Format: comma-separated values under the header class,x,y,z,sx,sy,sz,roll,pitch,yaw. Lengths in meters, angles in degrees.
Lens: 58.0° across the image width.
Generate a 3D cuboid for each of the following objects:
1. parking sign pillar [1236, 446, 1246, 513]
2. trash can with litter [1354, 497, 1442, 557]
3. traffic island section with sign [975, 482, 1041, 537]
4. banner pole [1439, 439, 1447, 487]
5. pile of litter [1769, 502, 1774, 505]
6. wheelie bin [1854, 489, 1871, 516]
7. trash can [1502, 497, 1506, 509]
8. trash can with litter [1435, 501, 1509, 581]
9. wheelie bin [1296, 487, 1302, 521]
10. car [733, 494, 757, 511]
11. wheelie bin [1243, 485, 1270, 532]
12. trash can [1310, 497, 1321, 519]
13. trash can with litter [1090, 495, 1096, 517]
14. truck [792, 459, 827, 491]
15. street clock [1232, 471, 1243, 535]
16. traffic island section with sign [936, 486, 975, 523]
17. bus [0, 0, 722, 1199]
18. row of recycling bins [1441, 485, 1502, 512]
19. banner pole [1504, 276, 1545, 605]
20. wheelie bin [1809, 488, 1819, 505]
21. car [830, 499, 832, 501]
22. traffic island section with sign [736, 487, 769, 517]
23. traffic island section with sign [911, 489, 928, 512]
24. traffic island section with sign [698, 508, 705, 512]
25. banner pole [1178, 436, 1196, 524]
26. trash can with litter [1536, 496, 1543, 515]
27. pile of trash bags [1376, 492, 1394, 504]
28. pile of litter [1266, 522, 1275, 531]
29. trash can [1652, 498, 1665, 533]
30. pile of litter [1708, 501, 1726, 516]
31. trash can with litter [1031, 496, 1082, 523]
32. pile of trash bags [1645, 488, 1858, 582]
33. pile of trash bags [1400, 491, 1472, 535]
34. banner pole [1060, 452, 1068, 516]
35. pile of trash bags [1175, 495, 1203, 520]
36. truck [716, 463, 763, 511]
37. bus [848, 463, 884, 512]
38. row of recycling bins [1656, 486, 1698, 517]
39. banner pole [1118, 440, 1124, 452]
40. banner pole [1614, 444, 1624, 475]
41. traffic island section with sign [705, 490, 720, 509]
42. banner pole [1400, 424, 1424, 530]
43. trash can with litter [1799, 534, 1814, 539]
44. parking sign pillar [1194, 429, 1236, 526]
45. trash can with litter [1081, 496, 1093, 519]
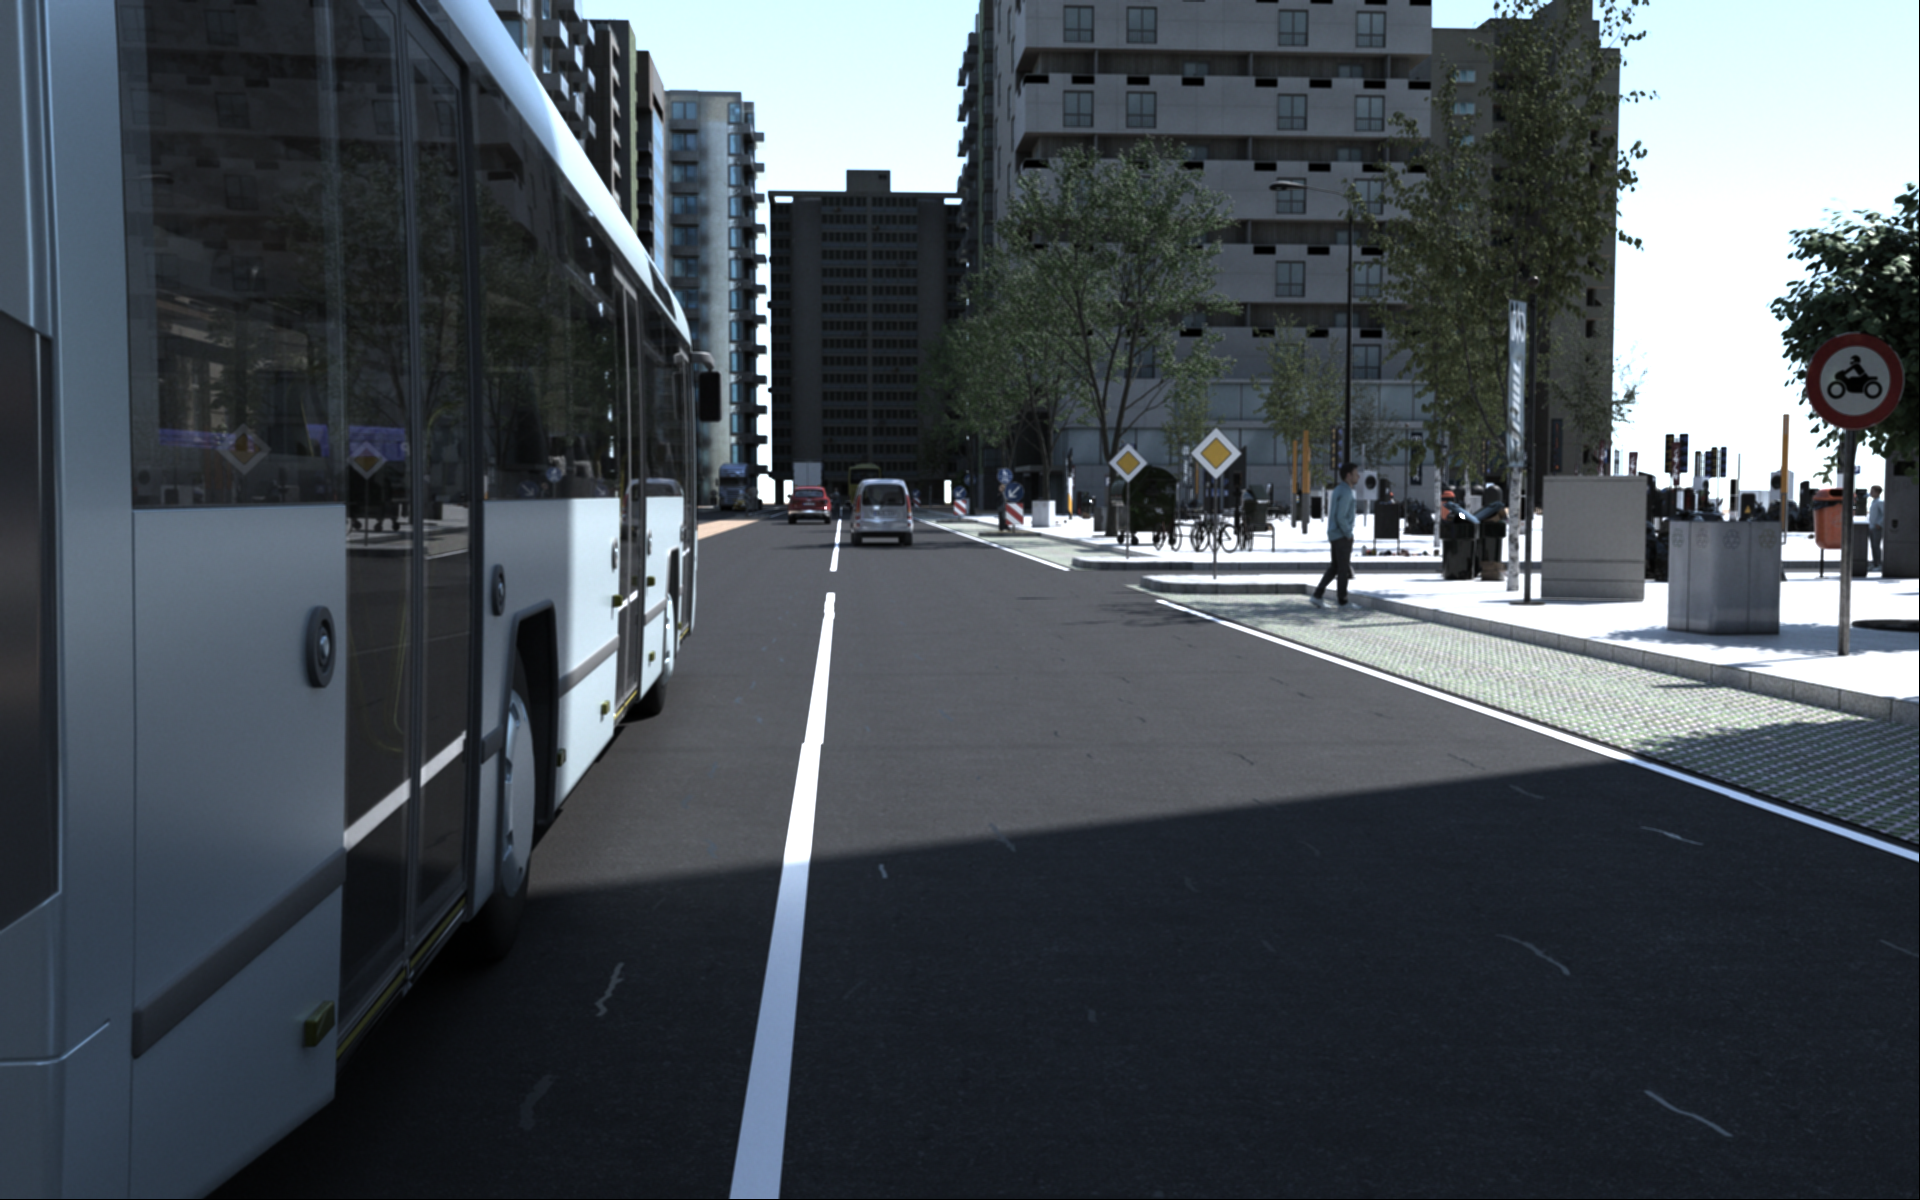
class,x,y,z,sx,sy,sz,roll,pitch,yaw
parking sign pillar,15.237,-6.575,95.980,1.447,3.967,1.447,-2,4,-33
trash can with litter,9.193,-1.515,35.832,2.233,1.210,1.678,2,4,28
traffic island section with sign,1.647,-3.051,58.505,1.989,1.847,2.006,0,4,-4
banner pole,21.843,-5.405,78.387,0.401,3.779,0.863,-1,4,-12
pile of litter,45.651,-5.057,96.643,1.176,0.858,1.719,1,4,13
wheelie bin,52.235,-5.654,100.344,0.980,1.594,0.693,1,4,21
trash can,26.317,-4.465,84.663,0.748,1.137,0.748,0,3,0
trash can with litter,7.702,-0.885,25.860,1.055,1.170,0.624,2,4,34
wheelie bin,16.197,-4.567,82.578,0.693,1.594,0.980,0,4,8
car,-17.985,-8.257,145.219,2.015,1.641,3.980,0,4,-2
wheelie bin,10.001,-3.107,58.711,0.980,1.594,0.693,-3,4,-36
trash can,18.525,-4.784,89.868,0.748,1.137,0.748,0,3,0
trash can with litter,7.187,-5.204,96.150,1.678,1.210,2.233,-2,4,-34
truck,-12.622,-9.559,145.200,2.839,4.237,11.283,0,4,-3
street clock,8.725,-3.053,54.488,0.358,2.002,0.471,1,4,13
traffic island section with sign,-0.170,-4.706,85.573,1.989,1.847,2.006,0,4,-4
bus,-2.884,-0.825,8.341,2.948,3.499,13.247,0,4,-5
row of recycling bins,23.866,-4.514,80.909,1.069,1.692,3.534,-2,4,-29
banner pole,6.441,-1.825,19.859,0.401,3.779,0.863,3,5,42
wheelie bin,46.771,-5.314,94.789,0.980,1.594,0.693,-1,4,-18
car,-10.167,-6.846,123.735,2.131,1.459,4.920,0,4,-5
traffic island section with sign,-12.912,-6.098,107.839,2.006,1.907,1.989,0,4,-4
traffic island section with sign,-3.554,-7.759,135.486,1.989,1.847,2.006,0,4,-4
traffic island section with sign,-21.098,-7.696,134.457,1.989,1.847,2.006,0,4,-4
banner pole,9.706,-5.219,75.351,0.863,3.779,0.401,-3,4,-36
trash can with litter,35.598,-5.706,104.349,2.233,1.210,1.678,3,4,39
pile of trash bags,23.110,-5.043,92.204,1.912,1.369,3.447,0,4,2
pile of litter,10.592,-2.875,60.978,1.719,0.858,1.176,-3,5,-44
trash can,22.768,-2.768,56.916,0.748,1.137,0.748,0,3,0
pile of litter,44.890,-5.449,103.058,1.176,0.858,1.719,0,4,6
trash can with litter,3.994,-3.972,76.007,2.233,1.210,1.678,-1,4,-8
pile of trash bags,11.745,-0.998,26.077,3.447,1.369,1.912,0,4,-3
pile of trash bags,15.021,-2.715,54.145,1.912,1.369,3.447,0,4,6
banner pole,6.302,-6.882,102.543,0.863,3.779,0.401,-3,5,-40
pile of trash bags,11.458,-4.668,86.079,1.912,1.369,3.447,-3,5,-41
truck,-19.800,-10.224,156.921,2.967,4.110,18.799,0,4,-2
bus,-7.508,-8.999,138.680,2.896,3.916,12.252,0,4,-2
row of recycling bins,41.019,-5.743,101.011,3.534,1.692,1.069,1,4,12
banner pole,7.530,-5.574,81.145,0.401,3.779,0.863,-1,4,-14
banner pole,32.967,-5.914,86.706,0.863,3.779,0.401,-2,4,-30
traffic island section with sign,-22.955,-9.376,161.924,1.989,1.847,2.006,0,4,-4
banner pole,16.098,-4.383,61.681,0.863,3.779,0.401,-1,4,-15
trash can with litter,24.902,-2.367,49.755,2.233,1.210,1.678,-1,4,-23
parking sign pillar,10.355,-5.059,71.179,1.447,3.967,1.447,0,4,-4
trash can with litter,6.590,-4.775,89.461,0.624,1.170,1.055,0,4,0
